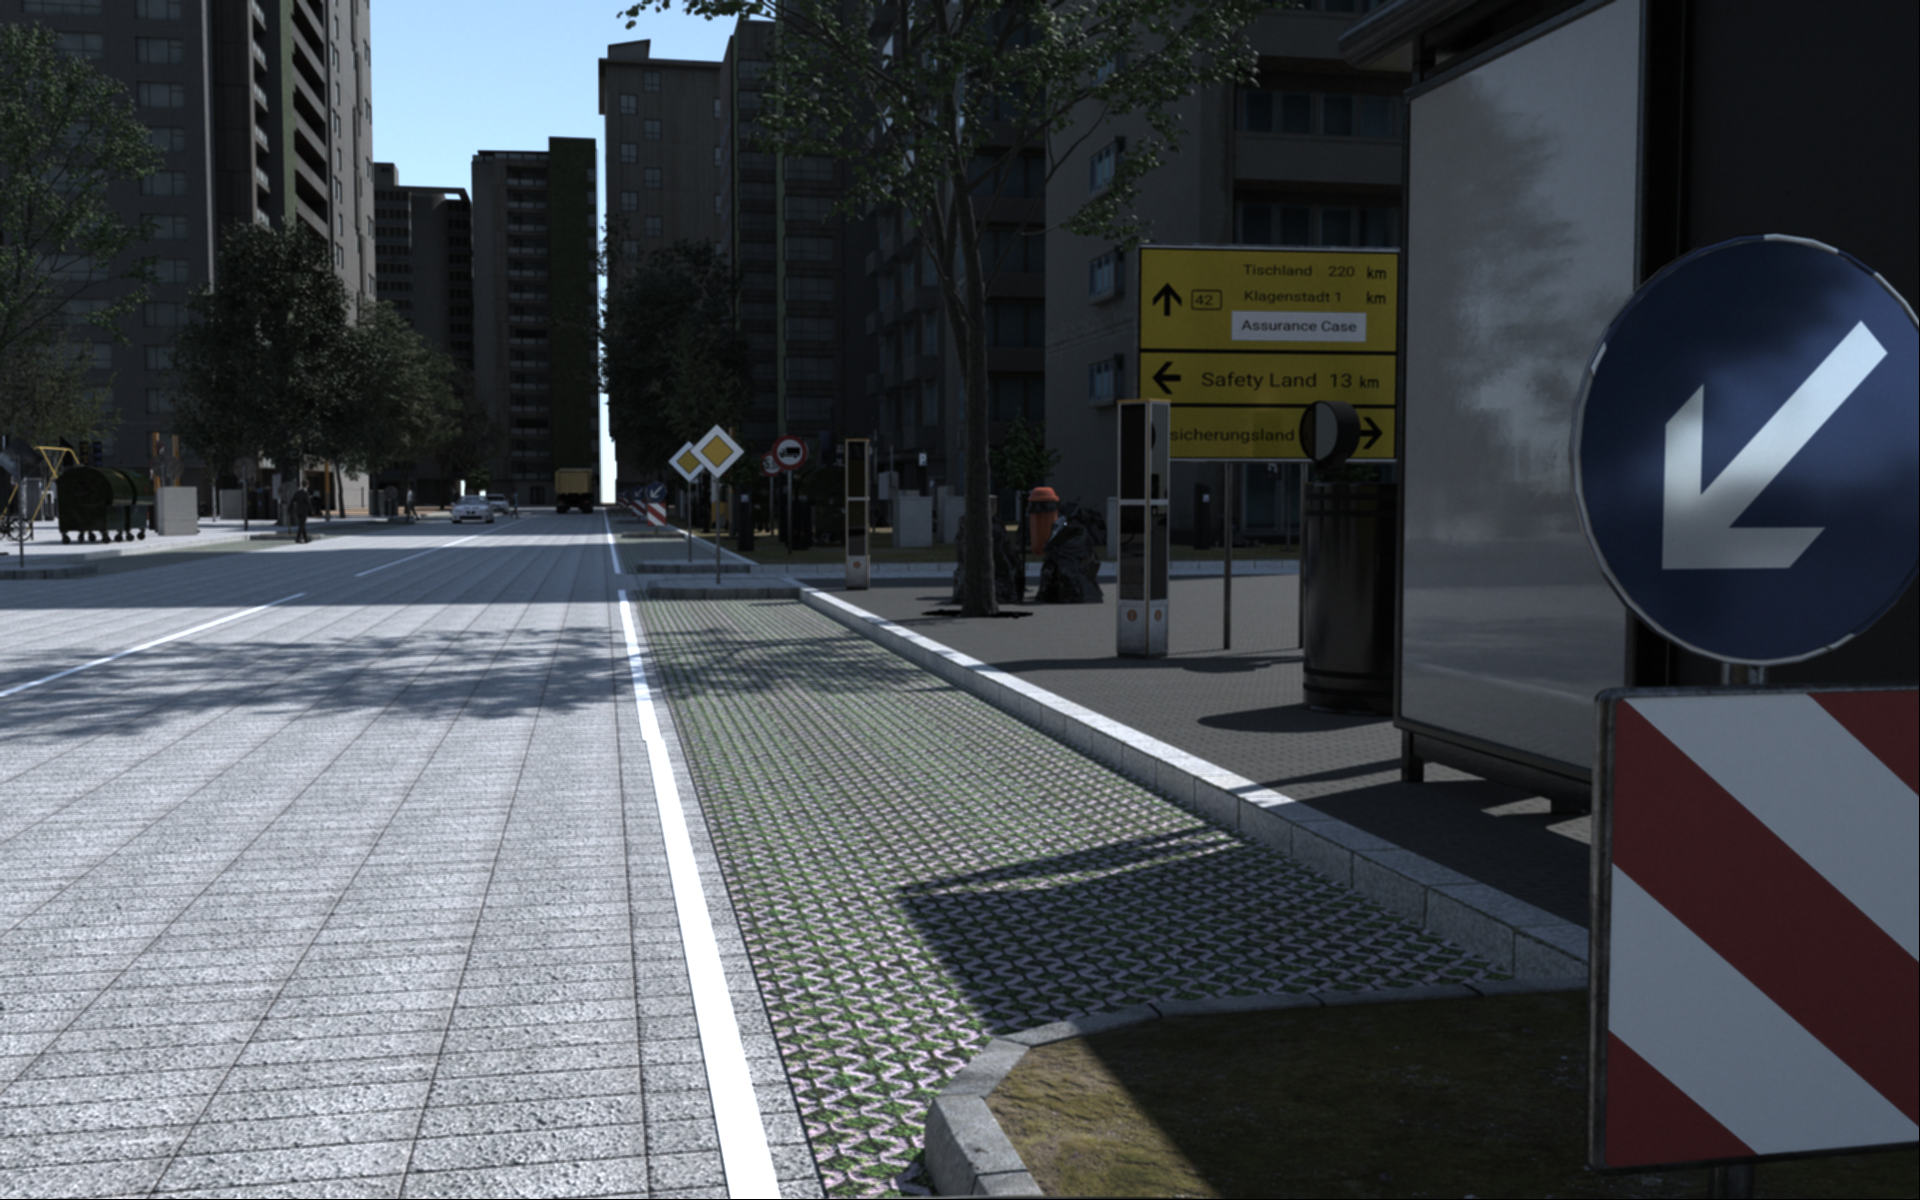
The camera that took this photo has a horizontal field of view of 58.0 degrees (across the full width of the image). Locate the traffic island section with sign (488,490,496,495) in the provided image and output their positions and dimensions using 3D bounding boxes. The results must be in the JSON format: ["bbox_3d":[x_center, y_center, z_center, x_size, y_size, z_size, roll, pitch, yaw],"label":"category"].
[{"bbox_3d":[-42.481,-9.104,157.485,1.989,1.847,2.006,-1,4,-12],"label":"traffic island section with sign"}]

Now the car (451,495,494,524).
[{"bbox_3d":[-24.137,-4.497,85.895,2.083,1.381,4.827,-1,4,-13],"label":"car"}]

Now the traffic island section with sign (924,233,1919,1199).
[{"bbox_3d":[0.984,0.319,3.406,1.989,1.847,2.006,-1,4,-12],"label":"traffic island section with sign"}]

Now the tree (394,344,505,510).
[{"bbox_3d":[-42.436,-14.152,141.750,12.009,13.543,11.850,0,3,0],"label":"tree"}]

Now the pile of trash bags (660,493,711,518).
[{"bbox_3d":[-15.435,-5.333,96.945,3.447,1.369,1.912,2,4,27],"label":"pile of trash bags"}]

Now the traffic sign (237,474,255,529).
[{"bbox_3d":[-25.928,-3.719,62.929,0.606,2.300,0.079,0,4,-5],"label":"traffic sign"}]

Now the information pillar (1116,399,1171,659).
[{"bbox_3d":[1.436,-0.555,13.570,0.304,2.012,0.304,3,5,41],"label":"information pillar"}]

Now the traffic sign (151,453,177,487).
[{"bbox_3d":[-24.880,-3.304,54.129,0.768,2.556,0.104,0,4,-8],"label":"traffic sign"}]

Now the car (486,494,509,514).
[{"bbox_3d":[-33.179,-6.826,123.613,2.014,1.417,4.499,-1,4,-11],"label":"car"}]

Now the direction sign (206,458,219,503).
[{"bbox_3d":[-42.910,-6.571,99.440,0.876,3.537,0.379,1,4,18],"label":"direction sign"}]

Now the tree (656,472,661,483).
[{"bbox_3d":[-23.460,-8.648,135.989,1.663,3.219,1.824,0,3,0],"label":"tree"}]

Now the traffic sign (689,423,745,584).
[{"bbox_3d":[-3.459,-1.288,24.702,0.795,2.450,0.064,-1,4,-12],"label":"traffic sign"}]

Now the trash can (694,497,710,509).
[{"bbox_3d":[-11.538,-4.027,77.489,0.748,1.137,0.748,0,3,0],"label":"trash can"}]

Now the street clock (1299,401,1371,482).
[{"bbox_3d":[2.877,-0.548,13.531,0.358,2.002,0.471,-2,4,-28],"label":"street clock"}]

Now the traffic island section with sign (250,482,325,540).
[{"bbox_3d":[-21.099,-2.801,54.420,1.989,1.847,2.006,-1,4,-12],"label":"traffic island section with sign"}]

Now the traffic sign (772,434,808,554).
[{"bbox_3d":[-3.623,-2.249,36.871,0.768,2.556,0.104,-1,4,-11],"label":"traffic sign"}]

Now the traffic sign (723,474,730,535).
[{"bbox_3d":[-7.126,-3.274,53.630,0.768,2.556,0.104,0,4,-4],"label":"traffic sign"}]

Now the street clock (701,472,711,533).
[{"bbox_3d":[-8.258,-3.169,56.378,0.358,2.002,0.471,0,4,-1],"label":"street clock"}]

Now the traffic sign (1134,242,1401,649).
[{"bbox_3d":[2.530,-1.247,14.262,2.265,3.308,0.079,0,4,-8],"label":"traffic sign"}]

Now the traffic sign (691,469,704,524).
[{"bbox_3d":[-10.328,-4.035,68.102,0.606,2.300,0.079,0,4,-2],"label":"traffic sign"}]

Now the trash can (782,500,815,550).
[{"bbox_3d":[-3.694,-1.708,39.578,0.748,1.137,0.748,0,3,0],"label":"trash can"}]

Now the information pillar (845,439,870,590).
[{"bbox_3d":[-1.374,-1.147,23.242,0.304,2.012,0.304,0,4,1],"label":"information pillar"}]

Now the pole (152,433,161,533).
[{"bbox_3d":[-26.627,-3.889,57.432,0.158,3.312,0.155,0,3,0],"label":"pole"}]

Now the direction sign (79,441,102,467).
[{"bbox_3d":[-37.365,-5.047,74.518,0.876,3.537,0.379,-3,5,-41],"label":"direction sign"}]

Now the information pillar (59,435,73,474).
[{"bbox_3d":[-35.216,-4.706,68.297,0.504,3.616,0.183,0,4,-3],"label":"information pillar"}]

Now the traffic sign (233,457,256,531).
[{"bbox_3d":[-24.756,-3.660,59.944,0.768,2.556,0.104,0,4,-5],"label":"traffic sign"}]

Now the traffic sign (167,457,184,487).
[{"bbox_3d":[-26.785,-3.596,58.896,0.768,2.556,0.104,-1,4,-10],"label":"traffic sign"}]

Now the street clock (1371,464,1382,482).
[{"bbox_3d":[9.996,-2.281,41.860,0.358,2.002,0.471,0,4,-6],"label":"street clock"}]

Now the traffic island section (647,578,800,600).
[{"bbox_3d":[-3.437,-0.153,24.784,2.009,0.180,2.903,-1,4,-12],"label":"traffic island section"}]

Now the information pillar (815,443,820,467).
[{"bbox_3d":[-6.026,-5.081,74.434,0.504,3.616,0.183,3,5,43],"label":"information pillar"}]

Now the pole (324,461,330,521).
[{"bbox_3d":[-30.062,-5.407,82.253,0.158,3.312,0.155,0,3,0],"label":"pole"}]

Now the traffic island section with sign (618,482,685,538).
[{"bbox_3d":[-10.093,-2.948,56.833,1.989,1.847,2.006,-1,4,-12],"label":"traffic island section with sign"}]

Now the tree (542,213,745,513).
[{"bbox_3d":[-21.380,-16.047,118.261,12.611,20.169,13.585,0,3,0],"label":"tree"}]

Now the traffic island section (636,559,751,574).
[{"bbox_3d":[-5.059,-0.631,32.603,2.009,0.180,2.903,-1,4,-12],"label":"traffic island section"}]

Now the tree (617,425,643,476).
[{"bbox_3d":[-27.962,-12.428,153.556,4.737,8.622,4.395,0,3,0],"label":"tree"}]

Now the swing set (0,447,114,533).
[{"bbox_3d":[-30.526,-3.711,58.300,2.862,2.851,3.119,-1,4,-9],"label":"swing set"}]

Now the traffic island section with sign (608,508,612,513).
[{"bbox_3d":[-25.721,-7.561,132.247,1.989,1.847,2.006,-1,4,-12],"label":"traffic island section with sign"}]

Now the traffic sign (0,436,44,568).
[{"bbox_3d":[-16.389,-1.625,30.206,0.795,2.450,0.064,-1,4,-12],"label":"traffic sign"}]

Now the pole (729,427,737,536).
[{"bbox_3d":[-6.947,-3.616,52.958,0.158,3.312,0.155,0,3,0],"label":"pole"}]

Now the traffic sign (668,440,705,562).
[{"bbox_3d":[-5.080,-1.766,32.521,0.795,2.450,0.064,-1,4,-12],"label":"traffic sign"}]

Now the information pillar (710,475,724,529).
[{"bbox_3d":[-8.957,-4.435,63.873,0.504,3.616,0.183,1,4,9],"label":"information pillar"}]

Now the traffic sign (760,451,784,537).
[{"bbox_3d":[-5.615,-3.160,51.776,0.768,2.556,0.104,-1,4,-8],"label":"traffic sign"}]

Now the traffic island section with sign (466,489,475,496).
[{"bbox_3d":[-36.932,-7.474,130.825,1.989,1.847,2.006,-1,4,-12],"label":"traffic island section with sign"}]

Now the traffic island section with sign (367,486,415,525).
[{"bbox_3d":[-26.670,-4.444,81.281,1.989,1.847,2.006,-1,4,-12],"label":"traffic island section with sign"}]

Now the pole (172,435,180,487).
[{"bbox_3d":[-27.098,-4.041,59.913,0.158,3.312,0.155,0,3,0],"label":"pole"}]

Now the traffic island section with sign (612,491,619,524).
[{"bbox_3d":[-15.560,-4.563,83.230,1.989,1.847,2.006,-1,4,-12],"label":"traffic island section with sign"}]

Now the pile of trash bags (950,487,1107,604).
[{"bbox_3d":[0.910,-0.734,21.747,1.912,1.369,3.447,0,4,7],"label":"pile of trash bags"}]

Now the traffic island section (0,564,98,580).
[{"bbox_3d":[-16.410,-0.488,30.263,2.009,0.180,2.903,-1,4,-12],"label":"traffic island section"}]
